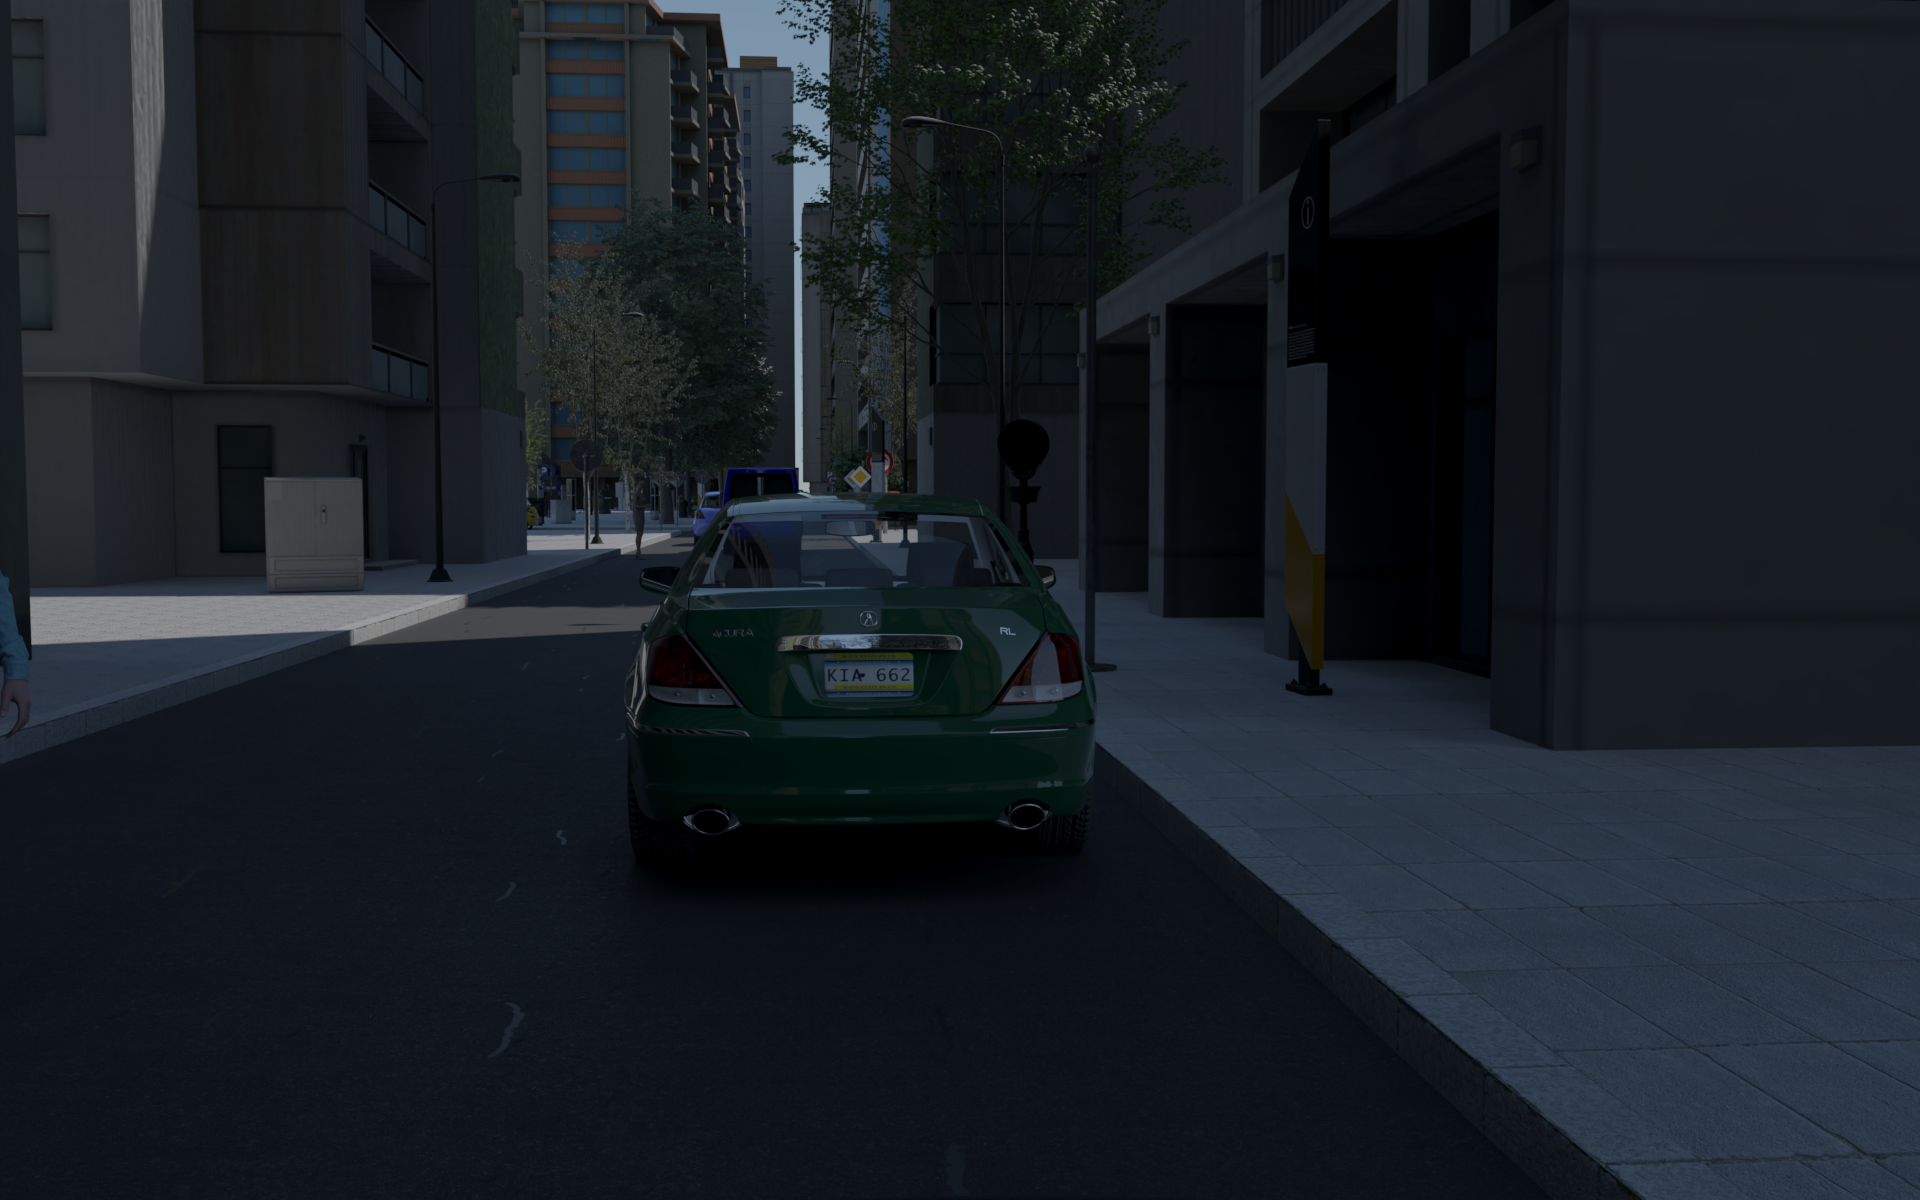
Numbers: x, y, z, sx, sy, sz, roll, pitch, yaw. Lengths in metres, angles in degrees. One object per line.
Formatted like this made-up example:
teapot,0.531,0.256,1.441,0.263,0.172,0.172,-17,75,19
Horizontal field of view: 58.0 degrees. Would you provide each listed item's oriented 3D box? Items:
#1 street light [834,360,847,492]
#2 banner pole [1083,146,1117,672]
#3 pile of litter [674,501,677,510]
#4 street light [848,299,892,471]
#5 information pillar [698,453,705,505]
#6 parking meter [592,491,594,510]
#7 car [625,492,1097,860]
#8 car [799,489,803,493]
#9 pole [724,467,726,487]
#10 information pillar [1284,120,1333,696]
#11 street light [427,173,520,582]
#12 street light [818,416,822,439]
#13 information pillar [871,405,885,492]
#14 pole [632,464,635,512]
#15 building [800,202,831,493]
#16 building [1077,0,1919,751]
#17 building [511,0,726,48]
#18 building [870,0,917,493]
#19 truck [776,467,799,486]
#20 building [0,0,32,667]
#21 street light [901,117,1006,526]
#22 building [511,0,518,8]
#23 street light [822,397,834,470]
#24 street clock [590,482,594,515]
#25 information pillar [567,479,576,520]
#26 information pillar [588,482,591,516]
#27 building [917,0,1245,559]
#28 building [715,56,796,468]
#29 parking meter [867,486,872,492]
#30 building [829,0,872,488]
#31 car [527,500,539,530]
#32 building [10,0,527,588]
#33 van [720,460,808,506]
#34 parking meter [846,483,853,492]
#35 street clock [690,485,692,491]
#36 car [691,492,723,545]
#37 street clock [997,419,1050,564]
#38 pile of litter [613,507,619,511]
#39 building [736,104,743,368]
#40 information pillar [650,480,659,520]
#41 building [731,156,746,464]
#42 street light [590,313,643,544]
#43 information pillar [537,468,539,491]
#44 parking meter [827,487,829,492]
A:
street light,-3.550,-5.367,60.286,1.470,5.913,1.316,0,4,-5
banner pole,0.976,-1.393,12.787,0.401,3.779,0.863,0,4,7
pile of litter,-22.804,-7.719,140.162,1.719,0.858,1.176,0,4,4
street light,-1.841,-4.190,41.054,1.470,5.913,1.316,0,4,-5
information pillar,-13.292,-5.975,89.041,0.504,3.616,0.183,3,5,42
parking meter,-26.572,-7.120,124.827,0.372,1.533,0.369,0,3,0
car,-0.512,0.215,8.279,2.131,1.459,4.920,0,4,-5
car,-12.921,-7.718,134.864,2.281,1.827,5.304,0,4,-6
pole,-15.766,-7.494,116.365,0.158,3.312,0.155,0,3,0
information pillar,2.236,-1.211,11.154,0.183,3.616,0.504,-1,4,-11
street light,-7.068,-3.220,25.194,1.470,5.913,1.316,0,4,-5
street light,-7.550,-7.970,102.844,1.470,5.913,1.316,0,4,-5
information pillar,-2.165,-3.322,45.661,0.183,3.616,0.504,-3,5,-40
pole,-22.188,-7.582,117.805,0.158,3.312,0.155,0,3,0
building,-14.579,-33.771,235.750,14.086,41.232,14.154,0,4,-5
building,12.705,-35.086,11.916,20.563,71.187,20.611,0,4,-5
building,-32.023,-30.651,155.775,22.147,44.769,28.867,0,4,-5
building,2.339,-27.131,93.699,14.600,45.320,14.200,0,4,-5
truck,-18.745,-12.128,187.205,2.839,4.237,11.283,0,4,-7
building,-16.825,-23.047,0.516,21.300,48.544,21.600,0,4,-5
street light,-0.022,-2.997,21.537,1.470,5.913,1.316,0,4,-5
building,-60.976,-48.598,232.828,20.611,71.187,20.563,0,4,-5
street light,-5.742,-6.777,83.353,1.470,5.913,1.316,0,4,-5
street clock,-22.458,-6.166,105.391,0.358,2.002,0.471,0,4,-7
information pillar,-18.934,-4.884,84.341,0.304,2.012,0.304,2,4,30
information pillar,-21.976,-5.979,102.255,0.304,2.012,0.304,-1,4,-13
building,5.846,-16.442,40.526,14.160,30.474,14.107,0,4,-5
building,-36.596,-42.432,235.765,28.212,58.520,21.231,0,4,-5
parking meter,-2.743,-2.816,54.460,0.372,1.533,0.369,0,3,0
building,-0.884,-32.591,156.571,21.300,48.544,21.600,0,4,-5
car,-17.870,-3.350,65.003,3.980,1.641,2.015,0,4,-4
building,-15.587,-21.079,28.237,14.154,41.232,14.086,0,4,-5
van,-4.858,-2.345,42.733,2.240,2.365,5.245,0,4,-6
parking meter,-5.031,-4.499,79.265,0.399,1.863,0.255,0,4,-1
street clock,-21.156,-7.980,135.042,0.471,2.002,0.358,-2,4,-28
car,-6.680,-2.428,49.290,1.945,1.707,3.694,0,4,-6
street clock,0.618,-0.753,16.878,0.471,2.002,0.358,1,4,16
pile of litter,-26.527,-7.410,135.119,1.176,0.858,1.719,2,4,34
building,-34.559,-32.426,184.797,22.147,44.769,28.867,0,4,-5
information pillar,-15.011,-4.938,85.220,0.304,2.012,0.304,3,4,37
building,-32.966,-32.158,209.384,14.086,41.232,14.154,0,4,-5
street light,-8.802,-4.396,44.424,1.470,5.913,1.316,0,4,-5
information pillar,-33.401,-8.952,137.724,0.504,3.616,0.183,2,4,35
parking meter,-10.171,-7.867,134.333,0.255,1.863,0.399,-1,4,-9
